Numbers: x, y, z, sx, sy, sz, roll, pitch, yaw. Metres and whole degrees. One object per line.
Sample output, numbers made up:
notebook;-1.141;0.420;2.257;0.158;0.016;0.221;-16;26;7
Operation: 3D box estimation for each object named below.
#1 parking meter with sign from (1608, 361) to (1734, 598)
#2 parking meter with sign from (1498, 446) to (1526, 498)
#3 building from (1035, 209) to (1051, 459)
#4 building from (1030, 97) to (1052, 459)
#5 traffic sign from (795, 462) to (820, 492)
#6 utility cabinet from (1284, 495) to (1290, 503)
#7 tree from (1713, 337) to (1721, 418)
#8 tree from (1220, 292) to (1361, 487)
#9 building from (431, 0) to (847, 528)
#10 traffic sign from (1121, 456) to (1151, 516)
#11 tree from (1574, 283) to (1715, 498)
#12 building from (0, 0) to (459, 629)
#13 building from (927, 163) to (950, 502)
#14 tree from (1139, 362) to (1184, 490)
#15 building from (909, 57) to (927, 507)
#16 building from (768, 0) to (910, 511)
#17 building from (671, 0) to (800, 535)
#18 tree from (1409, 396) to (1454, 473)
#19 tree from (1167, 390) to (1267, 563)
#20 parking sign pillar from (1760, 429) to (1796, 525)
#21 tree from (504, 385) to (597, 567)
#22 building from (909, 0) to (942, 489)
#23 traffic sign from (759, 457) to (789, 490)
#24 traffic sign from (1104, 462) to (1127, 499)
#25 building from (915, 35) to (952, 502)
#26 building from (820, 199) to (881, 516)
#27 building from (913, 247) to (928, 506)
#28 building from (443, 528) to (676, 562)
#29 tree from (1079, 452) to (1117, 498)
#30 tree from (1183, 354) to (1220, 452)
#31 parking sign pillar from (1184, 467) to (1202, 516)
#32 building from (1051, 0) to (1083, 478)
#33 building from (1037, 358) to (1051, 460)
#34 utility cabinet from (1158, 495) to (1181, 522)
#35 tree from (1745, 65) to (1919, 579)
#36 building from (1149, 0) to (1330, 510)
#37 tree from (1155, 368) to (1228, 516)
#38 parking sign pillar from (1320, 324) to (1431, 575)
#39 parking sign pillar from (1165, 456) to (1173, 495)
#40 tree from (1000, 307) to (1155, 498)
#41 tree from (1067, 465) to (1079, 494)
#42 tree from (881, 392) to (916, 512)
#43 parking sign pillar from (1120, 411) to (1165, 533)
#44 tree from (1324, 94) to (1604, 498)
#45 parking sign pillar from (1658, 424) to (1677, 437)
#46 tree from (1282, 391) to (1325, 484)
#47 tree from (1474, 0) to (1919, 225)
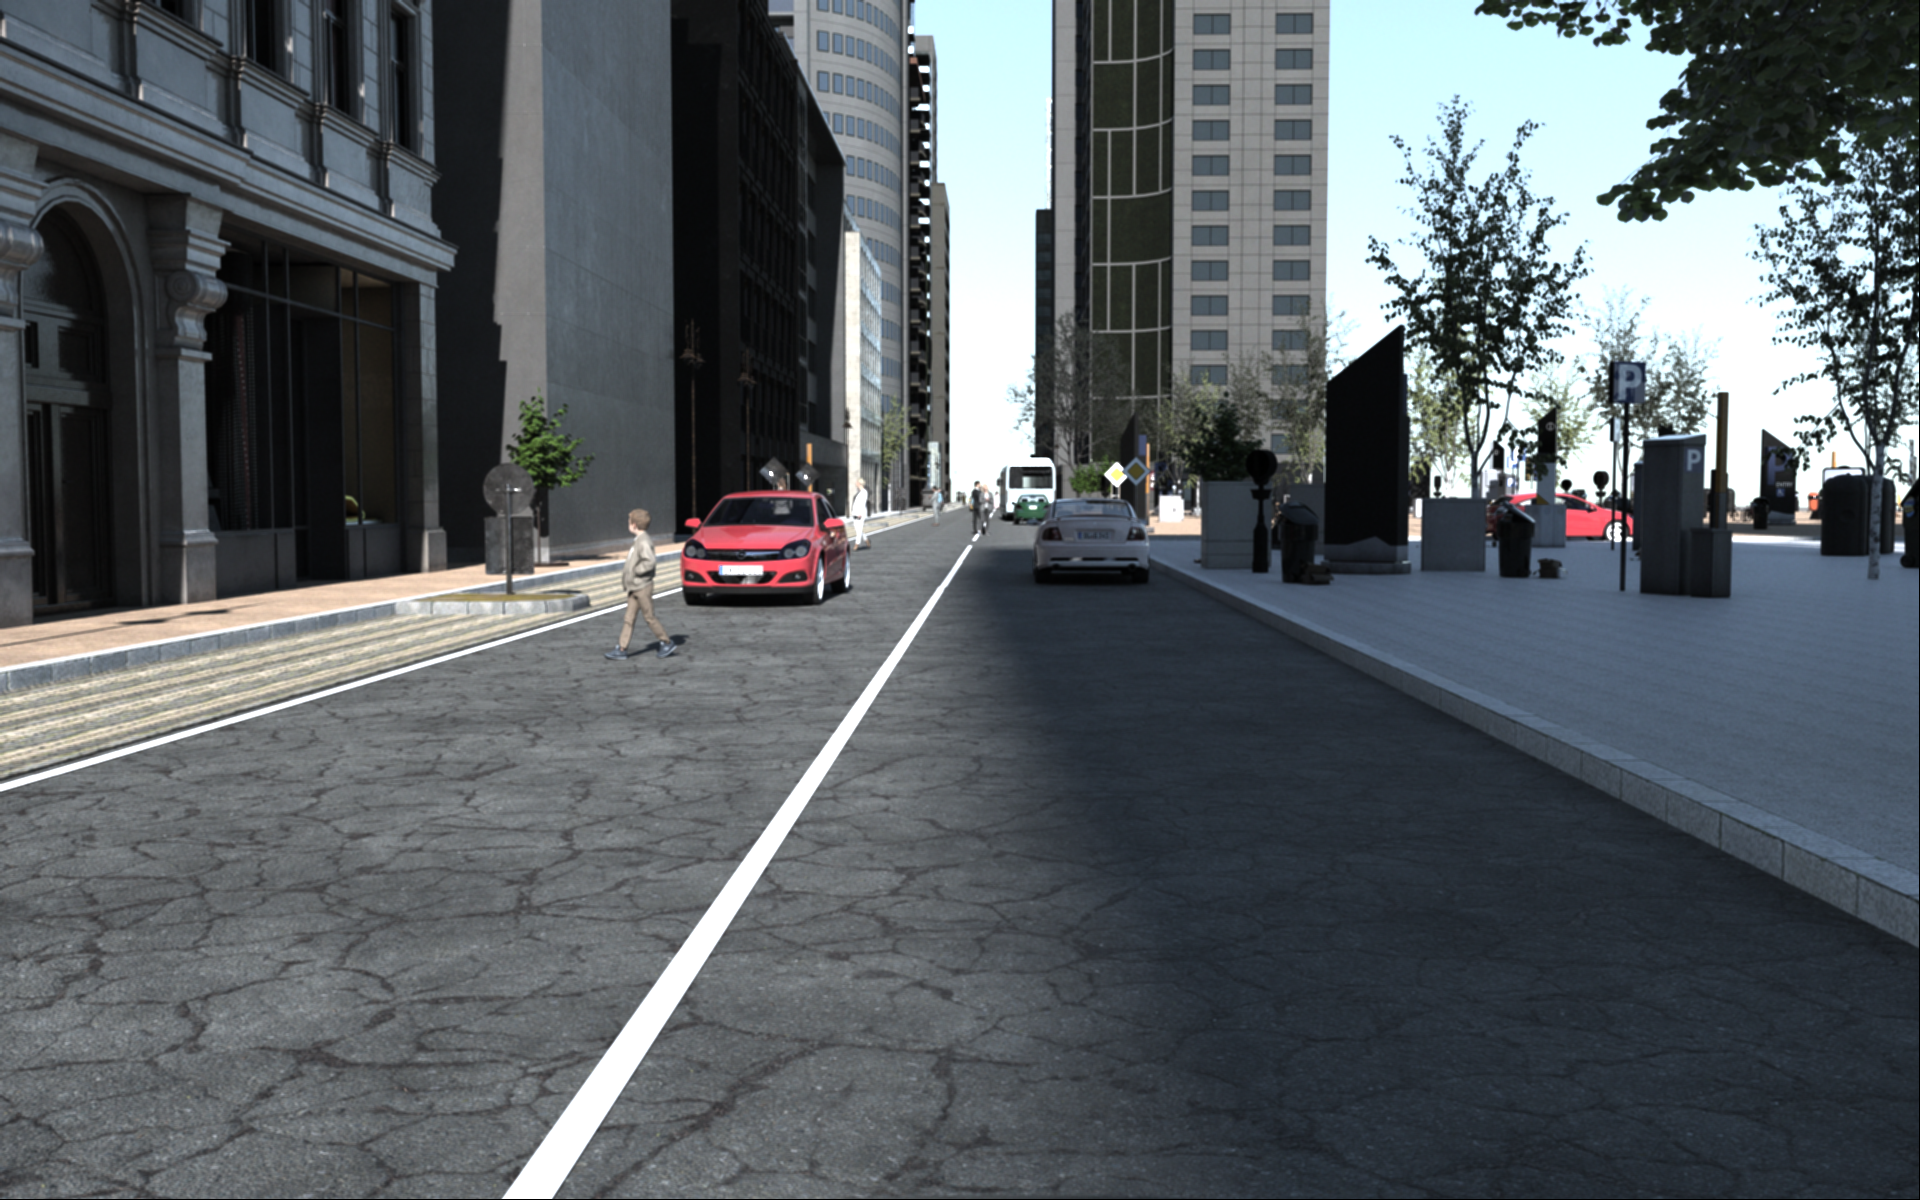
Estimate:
parking meter with sign;9.102;-1.582;22.125;0.543;3.016;1.738;-1;4;-22
parking meter with sign;20.072;-4.114;63.523;0.543;3.016;1.738;0;4;-8
building;17.828;-34.642;249.986;14.154;41.232;14.086;0;4;1
building;22.391;-58.636;271.368;22.319;86.520;31.000;0;4;1
traffic sign;-4.786;-3.110;54.499;0.795;2.450;0.064;0;4;1
utility cabinet;21.621;-6.225;112.942;1.020;1.237;0.306;-2;4;-26
tree;31.155;-7.639;75.261;4.360;8.622;3.978;0;3;0
tree;12.578;-6.900;63.171;4.360;8.622;3.978;0;3;0
building;-13.989;-16.290;85.416;14.314;24.678;30.058;0;4;1
traffic sign;4.695;-2.606;46.243;0.795;2.450;0.064;0;4;1
tree;23.177;-6.711;60.091;4.360;8.622;3.978;0;3;0
building;-13.573;-9.658;8.813;10.553;20.767;40.483;0;4;1
building;-12.470;-38.639;255.443;21.300;48.544;21.600;0;4;1
tree;11.638;-8.713;92.825;4.360;8.622;3.978;0;3;0
building;-14.719;-31.638;171.912;22.147;44.769;28.867;0;4;1
building;-15.466;-36.759;143.015;21.231;58.520;28.212;0;4;1
building;-12.840;-14.197;61.805;12.332;23.373;15.834;0;4;1
tree;33.734;-10.700;125.304;4.360;8.622;3.978;0;3;0
tree;4.963;-2.298;32.166;1.663;3.219;1.824;0;3;0
parking sign pillar;33.695;-5.067;71.320;1.447;3.967;1.447;0;4;-2
tree;-7.526;-2.212;30.774;1.663;3.219;1.824;0;3;0
building;-13.417;-55.957;227.567;22.319;86.520;31.000;0;4;1
traffic sign;-4.995;-2.622;46.516;0.795;2.450;0.064;0;4;1
traffic sign;4.904;-3.094;54.226;0.795;2.450;0.064;0;4;1
building;-11.765;-51.227;275.807;20.563;71.187;20.611;0;4;1
building;-10.761;-15.554;109.063;10.420;20.320;16.860;0;4;1
building;-10.908;-25.811;193.704;14.160;30.474;14.107;0;4;1
building;-22.410;-13.457;39.090;30.058;24.678;14.314;0;4;1
tree;6.593;-5.048;77.140;1.663;3.219;1.824;0;3;0
tree;13.695;-8.293;85.953;4.360;8.622;3.978;0;3;0
parking sign pillar;14.203;-7.073;104.118;1.447;3.967;1.447;0;4;-1
building;19.438;-38.376;169.452;21.231;58.520;28.212;0;4;1
building;24.342;-23.481;228.958;27.650;21.520;28.899;0;4;1
utility cabinet;9.644;-4.185;79.589;1.020;1.237;0.306;0;4;-3
tree;13.911;-4.635;26.139;4.360;8.622;3.978;0;3;0
building;18.718;-43.208;144.710;20.563;71.187;20.611;0;4;1
tree;13.603;-9.189;100.607;4.737;8.622;4.395;0;3;0
parking sign pillar;6.614;-2.426;28.140;1.447;3.967;1.447;3;5;39
parking sign pillar;12.424;-7.174;105.766;1.447;3.967;1.447;-2;4;-31
tree;7.731;-12.494;114.654;12.009;13.543;11.850;0;3;0
tree;7.207;-6.118;94.632;1.663;3.219;1.824;0;3;0
tree;-5.307;-10.614;123.903;4.737;8.622;4.395;0;3;0
parking sign pillar;5.709;-4.202;57.179;1.447;3.967;1.447;-1;4;-16
tree;9.573;-4.991;31.963;4.737;8.622;4.395;0;3;0
parking sign pillar;27.765;-4.866;68.025;1.447;3.967;1.447;0;4;0
tree;24.986;-10.648;124.451;4.737;8.622;4.395;0;3;0
tree;5.460;-5.475;7.649;7.486;12.596;7.792;0;3;0
